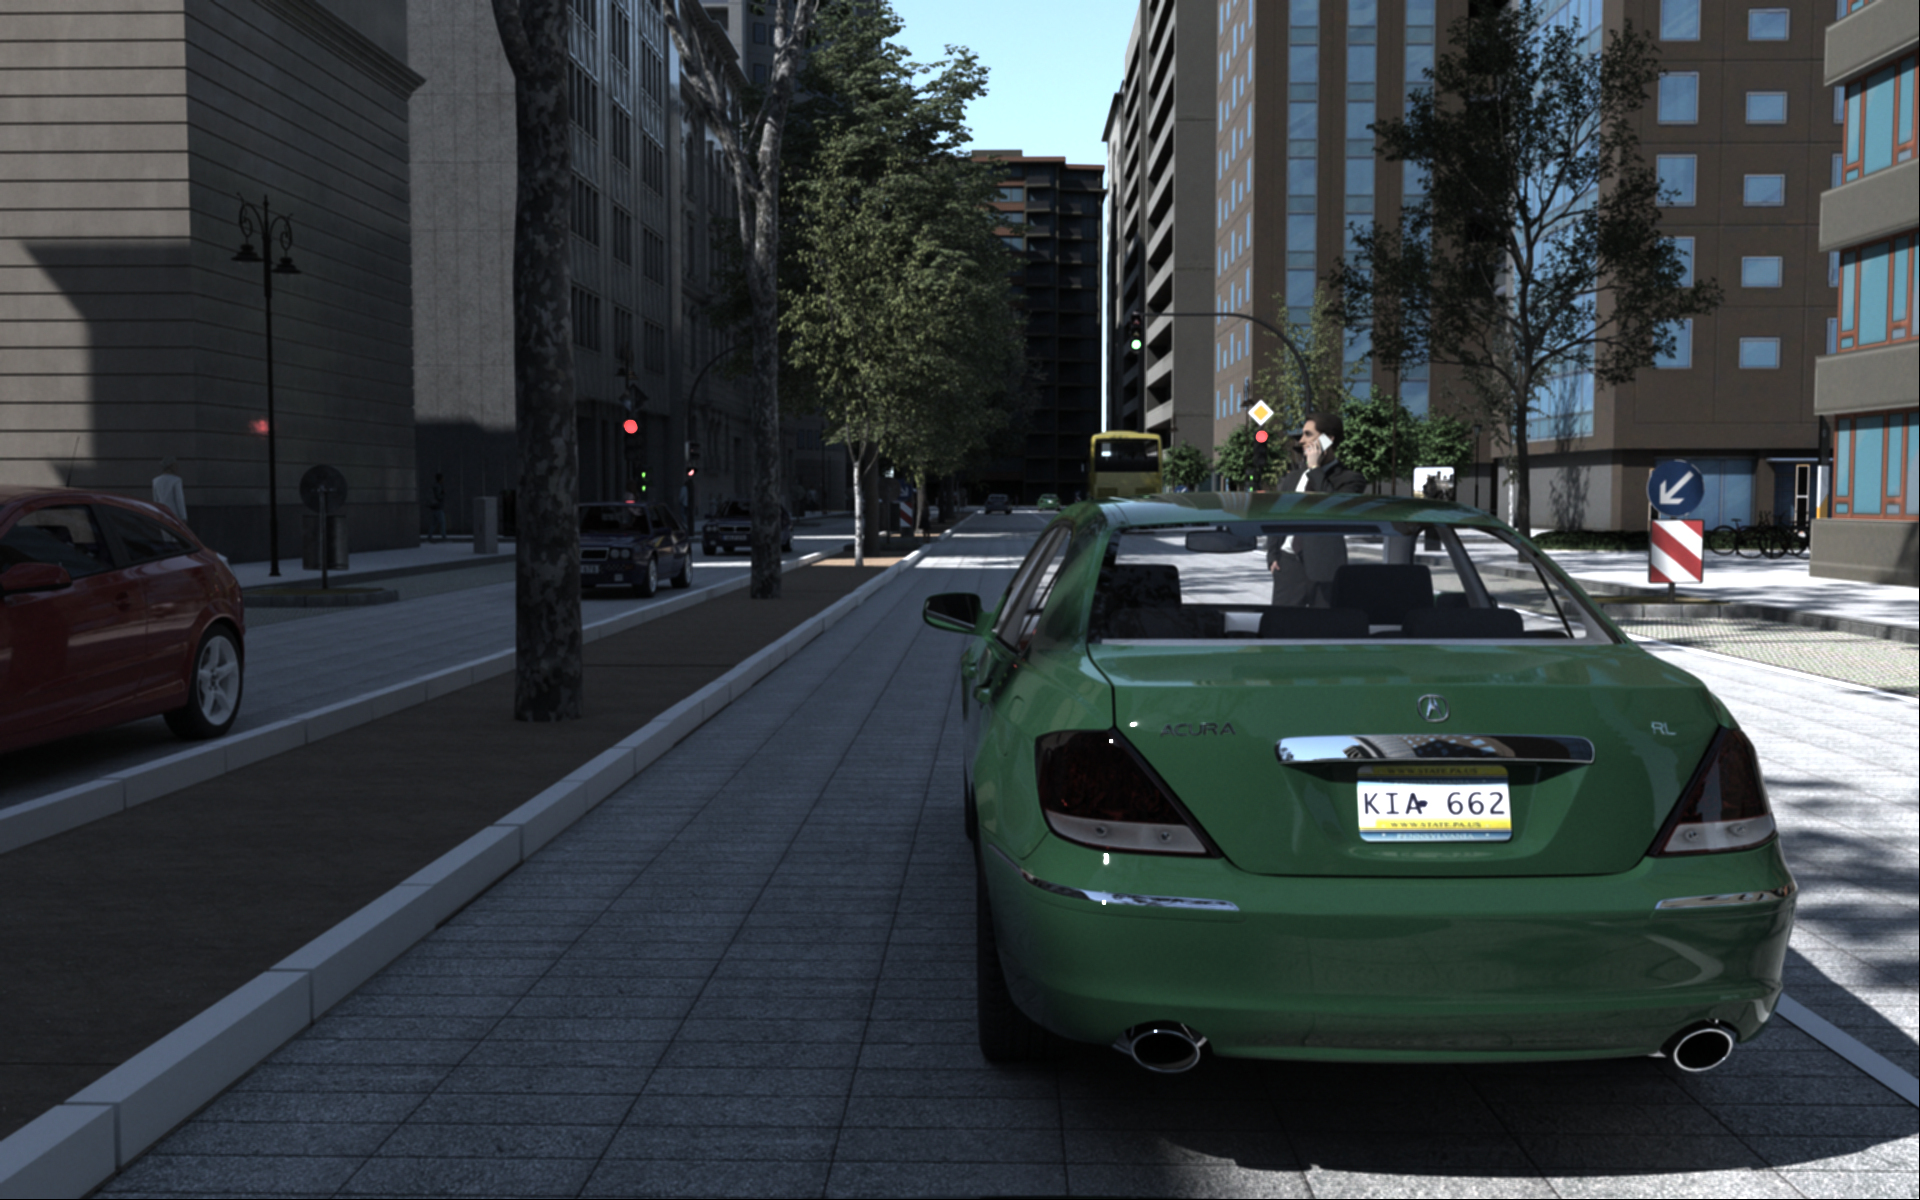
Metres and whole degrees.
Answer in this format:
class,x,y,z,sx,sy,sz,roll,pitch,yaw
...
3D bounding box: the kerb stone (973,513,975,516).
class,x,y,z,sx,sy,sz,roll,pitch,yaw
kerb stone,0.667,-5.015,104.191,0.120,0.150,1.000,0,4,1

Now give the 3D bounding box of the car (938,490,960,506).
class,x,y,z,sx,sy,sz,roll,pitch,yaw
car,-1.002,-9.998,172.136,2.281,1.827,5.304,0,4,1

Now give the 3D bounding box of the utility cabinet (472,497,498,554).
class,x,y,z,sx,sy,sz,roll,pitch,yaw
utility cabinet,-10.255,-1.604,37.383,0.306,1.237,1.020,-2,4,-29

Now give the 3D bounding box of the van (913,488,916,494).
class,x,y,z,sx,sy,sz,roll,pitch,yaw
van,-3.447,-7.101,123.112,2.013,2.044,4.112,0,4,2

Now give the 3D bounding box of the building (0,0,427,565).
class,x,y,z,sx,sy,sz,roll,pitch,yaw
building,-25.254,-14.575,35.557,25.104,27.353,12.463,0,4,1

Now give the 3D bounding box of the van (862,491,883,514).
class,x,y,z,sx,sy,sz,roll,pitch,yaw
van,-6.214,-7.111,123.271,2.013,2.044,4.112,0,4,1

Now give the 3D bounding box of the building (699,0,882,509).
class,x,y,z,sx,sy,sz,roll,pitch,yaw
building,-22.900,-39.663,190.487,28.212,58.520,21.231,0,4,1

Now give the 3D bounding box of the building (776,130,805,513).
class,x,y,z,sx,sy,sz,roll,pitch,yaw
building,-17.919,-19.702,109.511,14.401,28.519,23.554,0,4,1

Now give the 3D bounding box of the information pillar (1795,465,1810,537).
class,x,y,z,sx,sy,sz,roll,pitch,yaw
information pillar,21.232,-2.396,43.673,0.304,2.012,0.304,2,4,26

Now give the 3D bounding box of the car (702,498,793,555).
class,x,y,z,sx,sy,sz,roll,pitch,yaw
car,-5.099,-1.786,41.788,1.945,1.354,3.894,0,4,3

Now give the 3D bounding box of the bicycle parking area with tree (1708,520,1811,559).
class,x,y,z,sx,sy,sz,roll,pitch,yaw
bicycle parking area with tree,19.257,-2.780,32.457,9.016,4.147,8.231,1,4,17

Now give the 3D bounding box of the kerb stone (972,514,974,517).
class,x,y,z,sx,sy,sz,roll,pitch,yaw
kerb stone,0.584,-4.827,101.116,0.120,0.150,1.000,0,4,1

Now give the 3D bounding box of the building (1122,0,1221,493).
class,x,y,z,sx,sy,sz,roll,pitch,yaw
building,26.837,-33.044,163.964,21.300,48.544,21.600,0,4,1

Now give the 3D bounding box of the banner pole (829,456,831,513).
class,x,y,z,sx,sy,sz,roll,pitch,yaw
banner pole,-8.678,-7.650,115.089,0.401,3.779,0.863,0,4,1

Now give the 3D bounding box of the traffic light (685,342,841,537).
class,x,y,z,sx,sy,sz,roll,pitch,yaw
traffic light,-5.963,-4.723,51.882,4.771,5.953,1.251,0,4,1

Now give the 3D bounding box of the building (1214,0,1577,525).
class,x,y,z,sx,sy,sz,roll,pitch,yaw
building,20.384,-26.590,84.864,14.600,45.320,14.200,0,4,1

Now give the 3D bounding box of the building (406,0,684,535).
class,x,y,z,sx,sy,sz,roll,pitch,yaw
building,-18.001,-14.993,63.165,12.078,24.808,19.932,0,4,1

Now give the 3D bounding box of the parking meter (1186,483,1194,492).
class,x,y,z,sx,sy,sz,roll,pitch,yaw
parking meter,11.688,-5.036,88.051,0.399,1.863,0.255,-2,4,-35

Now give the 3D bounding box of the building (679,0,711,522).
class,x,y,z,sx,sy,sz,roll,pitch,yaw
building,-18.480,-18.240,85.619,14.401,28.519,23.554,0,4,1

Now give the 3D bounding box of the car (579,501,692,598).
class,x,y,z,sx,sy,sz,roll,pitch,yaw
car,-5.040,-0.769,25.150,1.945,1.354,3.894,0,4,2

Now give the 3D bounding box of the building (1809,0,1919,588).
class,x,y,z,sx,sy,sz,roll,pitch,yaw
building,26.676,-10.183,11.536,27.650,21.520,28.899,0,4,1

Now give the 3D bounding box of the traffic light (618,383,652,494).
class,x,y,z,sx,sy,sz,roll,pitch,yaw
traffic light,-8.255,-3.364,43.917,0.839,4.253,0.868,0,4,1

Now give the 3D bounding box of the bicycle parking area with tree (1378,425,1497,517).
class,x,y,z,sx,sy,sz,roll,pitch,yaw
bicycle parking area with tree,20.035,-5.310,73.818,9.016,4.147,8.231,-1,4,-22

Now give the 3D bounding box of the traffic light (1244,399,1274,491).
class,x,y,z,sx,sy,sz,roll,pitch,yaw
traffic light,8.900,-3.827,51.495,0.839,4.253,0.868,0,4,1

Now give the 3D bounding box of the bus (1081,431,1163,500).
class,x,y,z,sx,sy,sz,roll,pitch,yaw
bus,6.165,-4.584,66.501,2.896,3.916,12.252,0,4,3

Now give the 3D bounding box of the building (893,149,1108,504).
class,x,y,z,sx,sy,sz,roll,pitch,yaw
building,4.026,-34.762,222.984,28.867,44.769,22.147,0,4,1

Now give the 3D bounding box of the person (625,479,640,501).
class,x,y,z,sx,sy,sz,roll,pitch,yaw
person,-7.249,-1.765,37.951,0.643,1.750,0.593,-1,4,-20

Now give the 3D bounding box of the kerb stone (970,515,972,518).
class,x,y,z,sx,sy,sz,roll,pitch,yaw
kerb stone,0.453,-4.513,95.984,0.120,0.150,1.000,0,4,1

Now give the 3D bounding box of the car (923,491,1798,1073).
class,x,y,z,sx,sy,sz,roll,pitch,yaw
car,0.933,0.366,5.812,2.131,1.459,4.920,0,4,-1

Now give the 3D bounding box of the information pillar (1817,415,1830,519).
class,x,y,z,sx,sy,sz,roll,pitch,yaw
information pillar,25.278,-3.631,50.724,0.504,3.616,0.183,-3,4,-36

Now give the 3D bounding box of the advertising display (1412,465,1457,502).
class,x,y,z,sx,sy,sz,roll,pitch,yaw
advertising display,10.613,-2.055,38.810,0.974,1.923,0.123,2,4,31

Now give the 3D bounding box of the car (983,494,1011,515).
class,x,y,z,sx,sy,sz,roll,pitch,yaw
car,2.624,-6.746,122.306,2.014,1.417,4.499,0,4,0

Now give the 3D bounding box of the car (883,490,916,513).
class,x,y,z,sx,sy,sz,roll,pitch,yaw
car,-3.580,-5.904,105.198,2.281,1.827,5.304,0,4,1

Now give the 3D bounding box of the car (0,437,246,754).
class,x,y,z,sx,sy,sz,roll,pitch,yaw
car,-5.286,0.018,8.754,2.155,1.783,4.494,0,4,2

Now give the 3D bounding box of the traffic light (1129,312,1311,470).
class,x,y,z,sx,sy,sz,roll,pitch,yaw
traffic light,6.608,-4.205,43.423,4.771,5.953,1.251,0,4,1

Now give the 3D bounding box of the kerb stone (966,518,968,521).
class,x,y,z,sx,sy,sz,roll,pitch,yaw
kerb stone,0.183,-3.822,84.685,0.120,0.150,1.000,0,4,1

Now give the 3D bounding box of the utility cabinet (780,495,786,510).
class,x,y,z,sx,sy,sz,roll,pitch,yaw
utility cabinet,-8.897,-4.515,84.988,0.306,1.237,1.020,1,4,20

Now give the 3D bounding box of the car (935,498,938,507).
class,x,y,z,sx,sy,sz,roll,pitch,yaw
car,-1.712,-11.225,195.890,2.083,1.381,4.827,0,4,3

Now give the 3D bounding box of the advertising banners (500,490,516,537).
class,x,y,z,sx,sy,sz,roll,pitch,yaw
advertising banners,-12.732,-3.367,51.245,2.074,3.025,0.090,1,4,21

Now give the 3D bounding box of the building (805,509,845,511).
class,x,y,z,sx,sy,sz,roll,pitch,yaw
building,-20.042,-36.625,140.820,21.231,58.520,28.212,0,4,1

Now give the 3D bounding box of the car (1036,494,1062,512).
class,x,y,z,sx,sy,sz,roll,pitch,yaw
car,7.281,-7.933,141.495,2.131,1.459,4.920,0,4,1

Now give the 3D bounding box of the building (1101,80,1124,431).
class,x,y,z,sx,sy,sz,roll,pitch,yaw
building,32.790,-38.897,225.204,27.495,52.752,28.713,0,4,1

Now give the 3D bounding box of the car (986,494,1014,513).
class,x,y,z,sx,sy,sz,roll,pitch,yaw
car,2.990,-7.273,130.714,2.131,1.459,4.920,0,4,2

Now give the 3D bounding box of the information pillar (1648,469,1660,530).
class,x,y,z,sx,sy,sz,roll,pitch,yaw
information pillar,20.303,-2.821,50.621,0.304,2.012,0.304,1,4,19

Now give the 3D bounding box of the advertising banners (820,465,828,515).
class,x,y,z,sx,sy,sz,roll,pitch,yaw
advertising banners,-8.326,-6.703,105.781,0.090,3.025,2.074,0,4,7

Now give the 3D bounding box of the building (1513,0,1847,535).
class,x,y,z,sx,sy,sz,roll,pitch,yaw
building,27.668,-25.043,59.556,14.200,45.320,14.600,0,4,1
